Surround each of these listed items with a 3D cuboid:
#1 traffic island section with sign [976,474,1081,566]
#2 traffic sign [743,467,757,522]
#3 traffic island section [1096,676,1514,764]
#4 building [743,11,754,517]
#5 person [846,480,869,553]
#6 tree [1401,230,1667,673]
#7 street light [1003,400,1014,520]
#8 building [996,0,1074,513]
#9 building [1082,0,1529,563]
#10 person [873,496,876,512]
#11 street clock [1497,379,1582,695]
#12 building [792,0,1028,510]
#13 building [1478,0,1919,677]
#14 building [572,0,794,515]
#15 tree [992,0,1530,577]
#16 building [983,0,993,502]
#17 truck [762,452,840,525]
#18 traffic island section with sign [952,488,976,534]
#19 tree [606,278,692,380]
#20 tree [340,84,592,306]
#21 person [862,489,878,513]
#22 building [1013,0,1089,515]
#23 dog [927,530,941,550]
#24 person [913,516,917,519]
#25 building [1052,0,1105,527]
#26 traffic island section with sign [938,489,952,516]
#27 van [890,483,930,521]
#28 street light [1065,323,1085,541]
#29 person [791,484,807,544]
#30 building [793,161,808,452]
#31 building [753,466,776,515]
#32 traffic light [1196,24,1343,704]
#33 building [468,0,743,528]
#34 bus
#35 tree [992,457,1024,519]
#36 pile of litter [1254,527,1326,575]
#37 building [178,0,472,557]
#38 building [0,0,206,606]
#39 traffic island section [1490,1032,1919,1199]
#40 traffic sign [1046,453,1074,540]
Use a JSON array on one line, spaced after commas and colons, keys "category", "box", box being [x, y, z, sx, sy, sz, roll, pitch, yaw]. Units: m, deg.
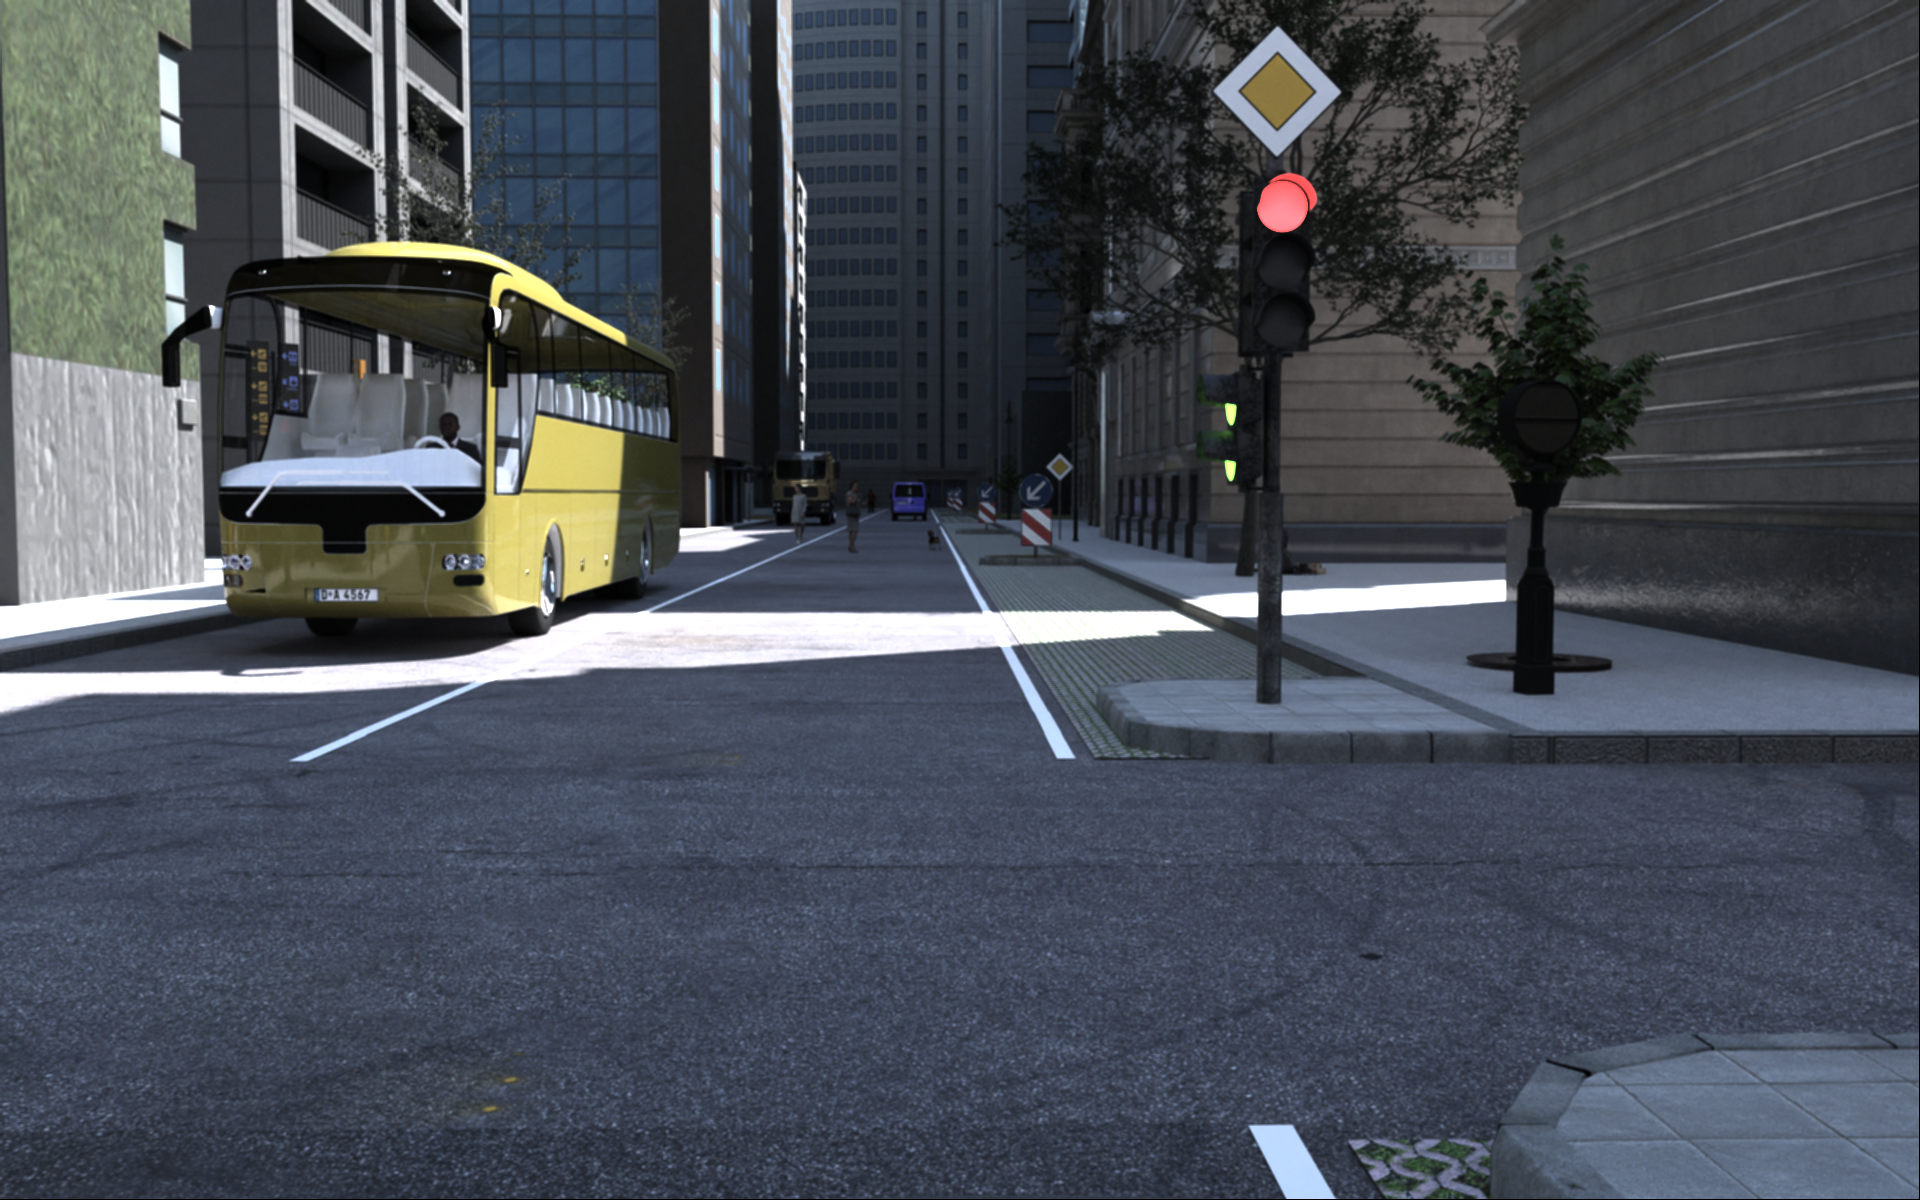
[{"category": "traffic island section with sign", "box": [1.393, -1.628, 35.251, 1.989, 1.847, 2.006, 0, 4, -1]}, {"category": "traffic sign", "box": [-9.850, -4.939, 80.855, 0.768, 2.556, 0.104, 1, 4, 8]}, {"category": "traffic island section", "box": [1.922, 0.711, 10.658, 2.009, 0.180, 2.903, 0, 4, -1]}, {"category": "building", "box": [-18.803, -19.602, 92.201, 14.160, 30.474, 14.107, 0, 4, -1]}, {"category": "person", "box": [-2.563, -2.057, 42.495, 0.532, 1.782, 0.716, 1, 4, 16]}, {"category": "tree", "box": [4.400, -1.109, 12.742, 1.663, 3.219, 1.824, 0, 3, 0]}, {"category": "street light", "box": [2.395, -6.864, 85.018, 0.468, 5.910, 1.993, 0, 4, -1]}, {"category": "building", "box": [12.974, -36.050, 131.412, 21.231, 58.520, 28.212, 0, 4, -1]}, {"category": "building", "box": [10.579, -15.606, 41.070, 13.634, 28.700, 20.117, 0, 4, -1]}, {"category": "person", "box": [-7.089, -7.905, 141.009, 0.557, 1.426, 1.065, 2, 4, 34]}, {"category": "street clock", "box": [3.695, -0.399, 11.096, 0.471, 2.002, 0.358, -1, 4, -10]}, {"category": "building", "box": [-7.950, -38.991, 179.501, 28.212, 58.520, 21.231, 0, 4, -1]}, {"category": "building", "box": [15.890, -11.415, 15.521, 19.941, 23.489, 11.050, 0, 4, -1]}, {"category": "building", "box": [-19.953, -29.341, 129.835, 14.600, 45.320, 14.200, 0, 4, -1]}, {"category": "tree", "box": [4.564, -5.626, 26.402, 8.767, 10.594, 7.601, -2, 4, -23]}, {"category": "building", "box": [9.448, -30.782, 153.398, 14.600, 45.320, 14.200, 0, 4, -1]}, {"category": "truck", "box": [-7.232, -5.213, 81.162, 3.469, 3.379, 9.791, 0, 4, -2]}, {"category": "traffic island section with sign", "box": [0.830, -3.277, 62.200, 1.989, 1.847, 2.006, 0, 4, -1]}, {"category": "tree", "box": [-11.084, -6.628, 58.733, 4.360, 8.622, 3.978, 0, 3, 0]}, {"category": "tree", "box": [-9.166, -5.005, 32.188, 4.360, 8.622, 3.978, 0, 3, 0]}, {"category": "person", "box": [-6.831, -7.554, 131.950, 1.348, 1.831, 0.705, -2, 4, -28]}, {"category": "building", "box": [15.107, -48.208, 100.865, 22.319, 86.520, 31.000, 0, 4, -1]}, {"category": "dog", "box": [-0.669, -1.526, 44.242, 0.540, 0.507, 0.406, 2, 4, 26]}, {"category": "person", "box": [-2.632, -5.252, 97.608, 0.697, 1.427, 0.421, 1, 4, 20]}, {"category": "building", "box": [11.010, -15.260, 68.578, 14.460, 24.649, 34.723, 0, 4, -1]}, {"category": "traffic island section with sign", "box": [-0.275, -6.391, 113.119, 1.989, 1.847, 2.006, 0, 4, -1]}, {"category": "van", "box": [-2.735, -5.481, 93.994, 2.240, 2.365, 5.245, 0, 4, -1]}, {"category": "street light", "box": [3.144, -4.535, 46.930, 0.468, 5.910, 1.993, 0, 4, -1]}, {"category": "person", "box": [-4.674, -2.501, 50.134, 0.466, 1.731, 0.760, -1, 4, -10]}, {"category": "building", "box": [-20.654, -23.316, 152.914, 14.107, 30.474, 14.160, 0, 4, -1]}, {"category": "building", "box": [-27.208, -25.618, 110.743, 32.217, 40.220, 23.993, 0, 4, -1]}, {"category": "traffic light", "box": [1.882, -1.322, 10.543, 0.839, 4.253, 0.868, 0, 4, -1]}, {"category": "building", "box": [-16.160, -25.667, 69.768, 14.600, 45.320, 14.200, 0, 4, -1]}, {"category": "bus", "box": [-5.451, -1.788, 20.779, 2.896, 3.916, 12.252, 0, 4, -1]}, {"category": "tree", "box": [2.445, -5.739, 88.431, 1.663, 3.219, 1.824, 0, 3, 0]}, {"category": "pile of litter", "box": [5.326, -0.871, 28.203, 1.176, 0.858, 1.719, 0, 4, -2]}, {"category": "building", "box": [-21.952, -37.018, 43.491, 20.563, 71.187, 20.611, 0, 4, -1]}, {"category": "building", "box": [-17.736, -20.374, 16.708, 14.154, 41.232, 14.086, 0, 4, -1]}, {"category": "traffic island section", "box": [2.093, 1.199, 2.675, 2.009, 0.180, 2.903, 0, 4, -1]}, {"category": "traffic sign", "box": [2.790, -2.888, 48.396, 0.795, 2.450, 0.064, 0, 4, 4]}]
